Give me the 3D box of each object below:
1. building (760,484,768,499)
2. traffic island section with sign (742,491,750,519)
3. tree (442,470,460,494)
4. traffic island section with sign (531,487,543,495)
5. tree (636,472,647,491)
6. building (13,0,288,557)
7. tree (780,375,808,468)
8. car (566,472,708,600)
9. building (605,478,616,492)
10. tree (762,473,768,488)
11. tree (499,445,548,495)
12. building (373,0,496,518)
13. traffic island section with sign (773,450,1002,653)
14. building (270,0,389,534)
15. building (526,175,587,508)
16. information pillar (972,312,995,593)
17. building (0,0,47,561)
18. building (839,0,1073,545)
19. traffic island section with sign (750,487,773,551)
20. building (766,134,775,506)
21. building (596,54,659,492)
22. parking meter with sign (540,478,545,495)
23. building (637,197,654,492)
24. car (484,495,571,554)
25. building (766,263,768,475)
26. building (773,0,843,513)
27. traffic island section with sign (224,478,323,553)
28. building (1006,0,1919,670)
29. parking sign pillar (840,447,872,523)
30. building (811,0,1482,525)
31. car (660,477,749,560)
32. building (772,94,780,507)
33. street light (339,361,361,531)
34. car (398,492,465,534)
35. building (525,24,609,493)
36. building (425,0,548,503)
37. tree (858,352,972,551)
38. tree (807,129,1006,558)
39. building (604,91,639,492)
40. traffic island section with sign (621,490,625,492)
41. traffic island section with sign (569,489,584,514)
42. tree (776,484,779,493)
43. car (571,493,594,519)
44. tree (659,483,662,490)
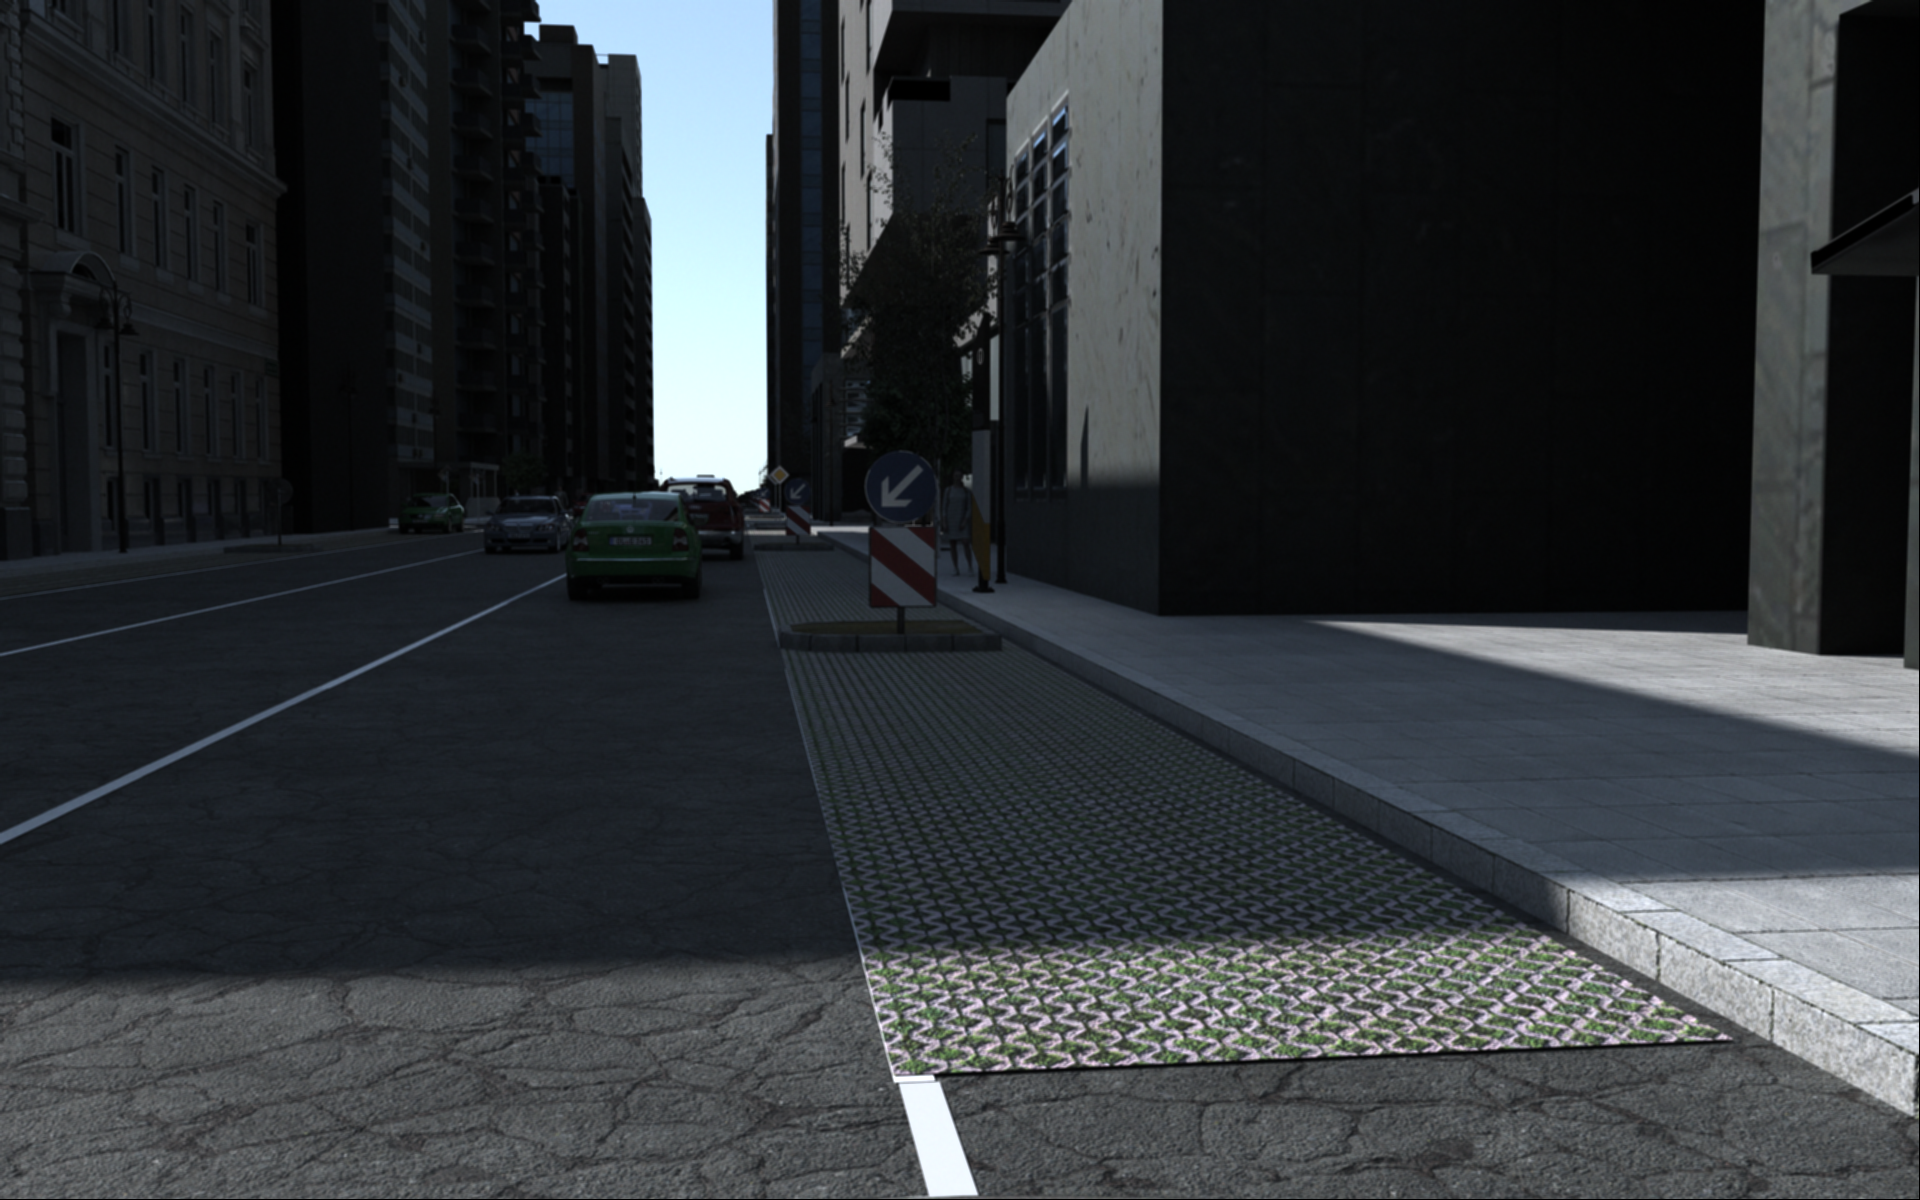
[{"bbox_3d":[-18.603,-37.217,300.385,32.217,40.220,23.993,0,4,-7],"label":"building"},{"bbox_3d":[-11.428,-5.601,100.197,1.989,1.847,2.006,0,4,-7],"label":"traffic island section with sign"},{"bbox_3d":[-34.385,-7.458,116.533,1.663,3.219,1.824,0,3,0],"label":"tree"},{"bbox_3d":[-24.056,-5.504,98.617,1.989,1.847,2.006,0,4,-7],"label":"traffic island section with sign"},{"bbox_3d":[-42.623,-14.854,226.578,4.285,4.588,4.351,0,3,0],"label":"tree"},{"bbox_3d":[-26.216,-15.750,43.423,13.634,28.700,20.117,0,4,-7],"label":"building"},{"bbox_3d":[-8.693,-9.420,104.382,4.360,8.622,3.978,0,3,0],"label":"tree"},{"bbox_3d":[-4.623,-0.987,24.935,1.959,1.807,4.718,0,4,-8],"label":"car"},{"bbox_3d":[-54.397,-30.363,188.309,32.217,40.220,23.993,0,4,-7],"label":"building"},{"bbox_3d":[-25.261,-15.391,235.363,4.285,4.588,4.351,0,3,0],"label":"tree"},{"bbox_3d":[-29.299,-8.100,116.153,4.285,4.588,4.351,0,3,0],"label":"tree"},{"bbox_3d":[-42.878,-24.664,95.133,32.217,40.220,23.993,0,4,-7],"label":"building"},{"bbox_3d":[-0.732,-0.482,16.507,1.989,1.847,2.006,0,4,-7],"label":"traffic island section with sign"},{"bbox_3d":[-29.356,-14.078,59.861,15.834,23.373,12.332,0,4,-7],"label":"building"},{"bbox_3d":[-41.555,-23.501,155.940,14.160,30.474,14.107,0,4,-7],"label":"building"},{"bbox_3d":[0.280,-1.912,22.623,0.183,3.616,0.504,-1,4,-19],"label":"information pillar"},{"bbox_3d":[-22.010,-11.932,23.965,11.050,23.489,19.941,0,4,-7],"label":"building"},{"bbox_3d":[10.157,-28.590,56.686,28.713,52.752,27.495,0,4,-7],"label":"building"},{"bbox_3d":[-4.273,-2.178,44.233,1.989,1.847,2.006,0,4,-7],"label":"traffic island section with sign"},{"bbox_3d":[-15.330,-31.620,200.580,14.154,41.232,14.086,0,4,-7],"label":"building"},{"bbox_3d":[-60.677,-51.870,286.325,20.563,71.187,20.611,0,4,-7],"label":"building"},{"bbox_3d":[-35.704,-9.296,148.251,0.543,3.016,1.738,0,4,-8],"label":"parking meter with sign"},{"bbox_3d":[-58.505,-39.288,266.056,21.300,48.544,21.600,0,4,-7],"label":"building"},{"bbox_3d":[-10.741,-1.910,43.227,2.014,1.417,4.499,0,4,-7],"label":"car"},{"bbox_3d":[-17.257,-38.422,251.894,21.300,48.544,21.600,0,4,-7],"label":"building"},{"bbox_3d":[-5.978,-28.843,121.693,14.600,45.320,14.200,0,4,-7],"label":"building"},{"bbox_3d":[-16.921,-2.092,42.839,1.989,1.847,2.006,0,4,-7],"label":"traffic island section with sign"},{"bbox_3d":[13.789,-42.773,12.014,22.319,86.520,31.000,0,4,-7],"label":"building"},{"bbox_3d":[-4.685,-5.489,78.224,1.447,3.967,1.447,-1,4,-8],"label":"parking sign pillar"},{"bbox_3d":[7.731,-47.525,89.700,31.000,86.520,22.319,0,4,-7],"label":"building"},{"bbox_3d":[-5.902,-1.860,39.085,2.281,1.827,5.304,0,4,-7],"label":"car"},{"bbox_3d":[-8.811,-34.222,183.233,21.300,48.544,21.600,0,4,-7],"label":"building"},{"bbox_3d":[-21.213,-5.350,60.268,0.468,5.910,1.993,0,4,-7],"label":"street light"},{"bbox_3d":[-19.324,-3.339,63.393,1.959,1.807,4.718,0,4,-7],"label":"car"},{"bbox_3d":[-42.159,-31.776,169.651,14.600,45.320,14.200,0,4,-7],"label":"building"},{"bbox_3d":[-43.352,-29.081,130.095,22.147,44.769,28.867,0,4,-7],"label":"building"},{"bbox_3d":[-0.866,-3.415,39.551,4.285,4.588,4.351,0,3,0],"label":"tree"},{"bbox_3d":[-0.698,-5.133,34.294,4.360,8.622,3.978,0,3,0],"label":"tree"},{"bbox_3d":[-51.229,-35.949,211.460,21.300,48.544,21.600,0,4,-7],"label":"building"},{"bbox_3d":[-33.716,-10.122,174.119,1.989,1.847,2.006,0,4,-7],"label":"traffic island section with sign"},{"bbox_3d":[-27.466,-7.139,125.356,1.989,1.847,2.006,0,4,-7],"label":"traffic island section with sign"},{"bbox_3d":[-15.929,-9.826,155.251,1.663,3.219,1.824,0,3,0],"label":"tree"},{"bbox_3d":[-21.038,-5.497,98.912,2.155,1.783,4.494,0,4,-6],"label":"car"},{"bbox_3d":[-53.291,-19.233,309.054,1.663,3.219,1.824,0,3,0],"label":"tree"}]
